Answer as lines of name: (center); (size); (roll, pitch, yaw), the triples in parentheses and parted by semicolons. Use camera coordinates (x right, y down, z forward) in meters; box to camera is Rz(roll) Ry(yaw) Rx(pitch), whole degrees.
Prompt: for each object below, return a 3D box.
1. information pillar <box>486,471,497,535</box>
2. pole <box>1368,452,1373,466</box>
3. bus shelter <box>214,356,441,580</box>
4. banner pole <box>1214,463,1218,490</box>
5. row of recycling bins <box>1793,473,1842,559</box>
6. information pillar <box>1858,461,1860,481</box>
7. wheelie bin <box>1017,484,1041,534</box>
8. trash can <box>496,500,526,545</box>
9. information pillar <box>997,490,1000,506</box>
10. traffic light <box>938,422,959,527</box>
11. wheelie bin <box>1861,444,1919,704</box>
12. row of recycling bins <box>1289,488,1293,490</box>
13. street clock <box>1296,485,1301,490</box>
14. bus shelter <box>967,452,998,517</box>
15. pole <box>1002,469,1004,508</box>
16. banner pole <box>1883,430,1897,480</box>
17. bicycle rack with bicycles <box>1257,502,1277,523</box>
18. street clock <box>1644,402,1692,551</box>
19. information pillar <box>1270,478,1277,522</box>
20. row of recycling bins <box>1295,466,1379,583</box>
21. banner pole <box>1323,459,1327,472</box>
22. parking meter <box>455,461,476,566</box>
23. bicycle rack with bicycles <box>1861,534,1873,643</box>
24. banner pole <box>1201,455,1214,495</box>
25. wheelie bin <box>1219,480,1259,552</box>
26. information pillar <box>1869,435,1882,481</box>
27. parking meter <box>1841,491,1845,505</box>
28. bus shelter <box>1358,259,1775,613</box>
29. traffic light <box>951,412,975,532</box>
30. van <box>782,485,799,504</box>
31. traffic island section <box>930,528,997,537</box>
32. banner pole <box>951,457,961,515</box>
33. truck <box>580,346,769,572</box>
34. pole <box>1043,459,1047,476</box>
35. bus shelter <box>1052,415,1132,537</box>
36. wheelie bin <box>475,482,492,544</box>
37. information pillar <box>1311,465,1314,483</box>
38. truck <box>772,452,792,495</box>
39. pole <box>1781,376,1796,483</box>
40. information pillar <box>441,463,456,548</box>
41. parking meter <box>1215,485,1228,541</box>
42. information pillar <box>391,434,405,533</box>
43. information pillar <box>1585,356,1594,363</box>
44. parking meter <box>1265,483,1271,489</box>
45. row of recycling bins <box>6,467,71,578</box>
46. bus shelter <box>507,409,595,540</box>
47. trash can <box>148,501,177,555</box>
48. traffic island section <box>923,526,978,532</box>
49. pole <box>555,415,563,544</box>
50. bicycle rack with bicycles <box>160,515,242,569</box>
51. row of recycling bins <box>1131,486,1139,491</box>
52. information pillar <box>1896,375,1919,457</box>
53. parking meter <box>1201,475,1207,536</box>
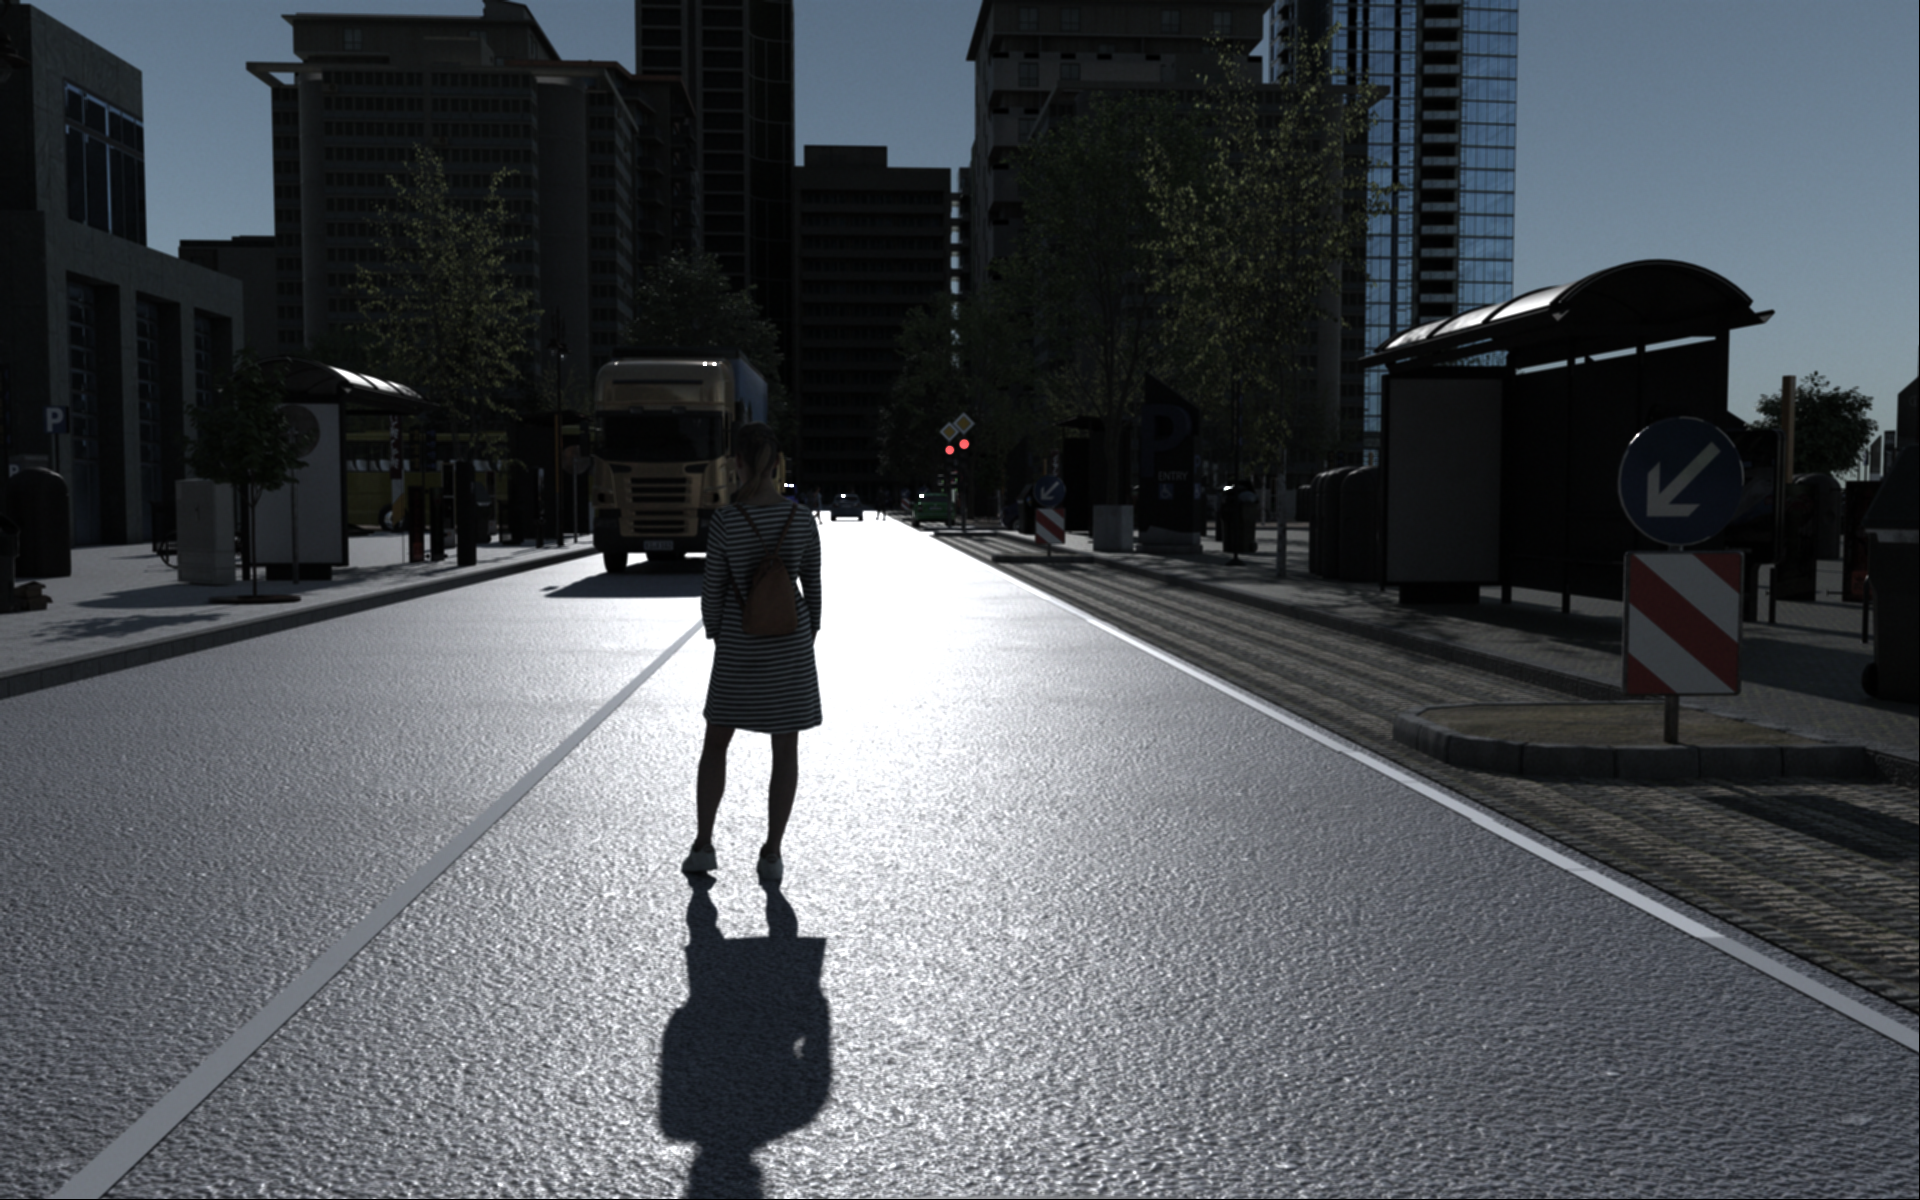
information pillar: (-14.658, -3.038, 54.168); (0.304, 2.012, 0.304); (-1, 4, -11)
pole: (19.986, -5.538, 84.383); (0.158, 3.312, 0.155); (0, 3, 0)
bus shelter: (-10.088, -2.096, 28.187); (2.014, 3.302, 5.546); (0, 4, -4)
banner pole: (17.853, -8.080, 122.126); (0.863, 3.779, 0.401); (-1, 4, -22)
row of recycling bins: (17.177, -1.748, 35.690); (1.069, 1.692, 3.534); (0, 4, 7)
information pillar: (62.597, -7.908, 120.657); (0.183, 3.616, 0.504); (2, 4, 35)
wheelie bin: (2.262, -2.975, 56.549); (0.693, 1.594, 0.980); (-1, 4, -19)
trash can: (-11.295, -1.954, 43.594); (0.748, 1.137, 0.748); (0, 3, 0)
information pillar: (2.680, -7.348, 124.634); (0.304, 2.012, 0.304); (-3, 5, -39)
traffic light: (-0.433, -4.789, 67.225); (0.839, 4.253, 0.868); (0, 4, -4)
wheelie bin: (6.047, -0.171, 10.697); (0.693, 1.594, 0.980); (-1, 4, -21)
row of recycling bins: (16.266, -4.440, 79.707); (1.069, 1.692, 3.534); (0, 4, -5)
street clock: (25.808, -7.791, 131.956); (0.471, 2.002, 0.358); (1, 4, 13)
bus shelter: (1.095, -6.568, 98.669); (1.731, 3.624, 6.357); (0, 4, -4)
pole: (3.512, -9.066, 142.067); (0.158, 3.312, 0.155); (0, 3, 0)
banner pole: (32.301, -4.280, 59.993); (0.401, 3.779, 0.863); (-1, 4, -19)
bicycle rack with bicycles: (12.985, -3.930, 77.642); (2.925, 0.926, 2.852); (-1, 4, -14)
street clock: (5.579, -0.558, 13.687); (0.358, 2.002, 0.471); (0, 4, 3)
information pillar: (14.442, -4.581, 79.395); (0.304, 2.012, 0.304); (-3, 5, -43)
row of recycling bins: (6.024, -1.199, 26.711); (1.069, 1.692, 3.534); (0, 4, 2)
banner pole: (23.396, -7.335, 109.947); (0.863, 3.779, 0.401); (-2, 4, -25)
parking meter: (-8.878, -1.555, 31.131); (0.255, 1.863, 0.399); (0, 4, 1)
bicycle rack with bicycles: (8.817, -0.081, 14.707); (2.925, 0.926, 2.852); (-2, 4, -34)
banner pole: (15.707, -7.439, 111.641); (0.863, 3.779, 0.401); (-2, 4, -29)
wheelie bin: (6.171, -1.854, 38.219); (0.980, 1.594, 0.693); (3, 5, 44)
information pillar: (36.554, -4.760, 69.184); (0.504, 3.616, 0.183); (-1, 4, -19)
parking meter: (52.191, -5.734, 102.161); (0.372, 1.533, 0.369); (0, 3, 0)
bus shelter: (5.858, -1.456, 17.733); (2.014, 3.302, 5.546); (0, 4, -4)
traffic light: (0.107, -4.302, 59.258); (0.839, 4.253, 0.868); (0, 4, -4)
van: (-11.337, -6.483, 110.386); (2.240, 2.365, 5.245); (0, 4, -3)
traffic island section: (0.148, -2.269, 59.374); (2.009, 0.180, 2.903); (0, 4, -4)
banner pole: (-0.169, -6.977, 104.096); (0.863, 3.779, 0.401); (1, 4, 19)
truck: (-5.499, -2.833, 35.230); (2.839, 4.237, 11.283); (0, 4, -2)
pole: (4.850, -6.449, 99.290); (0.158, 3.312, 0.155); (0, 3, 0)
bus shelter: (4.115, -3.862, 54.423); (1.731, 3.624, 6.357); (0, 4, -4)
wheelie bin: (-12.641, -2.267, 44.968); (0.693, 1.594, 0.980); (2, 4, 25)
information pillar: (28.380, -9.061, 139.502); (0.183, 3.616, 0.504); (0, 4, -2)
truck: (-8.979, -4.860, 75.382); (3.469, 3.379, 9.791); (0, 4, -5)
pole: (14.290, -2.208, 29.946); (0.158, 3.312, 0.155); (0, 3, 0)
information pillar: (-12.144, -2.241, 41.129); (0.304, 2.012, 0.304); (-1, 4, -17)
parking meter: (7.148, -2.369, 47.140); (0.372, 1.533, 0.369); (0, 3, 0)
information pillar: (-18.560, -4.023, 57.133); (0.504, 3.616, 0.183); (2, 4, 28)
information pillar: (10.591, -2.291, 28.810); (0.504, 3.616, 0.183); (2, 4, 32)
parking meter: (15.820, -5.086, 88.870); (0.255, 1.863, 0.399); (-2, 4, -35)
row of recycling bins: (-15.265, -1.150, 25.908); (3.534, 1.692, 1.069); (-3, 5, -41)
bus shelter: (-11.923, -3.662, 51.153); (1.731, 3.624, 6.357); (0, 4, -4)
trash can: (-16.787, -1.531, 36.693); (0.748, 1.137, 0.748); (0, 3, 0)
traffic island section: (-0.392, -2.756, 67.341); (2.009, 0.180, 2.903); (0, 4, -4)
pole: (-10.303, -3.099, 44.512); (0.158, 3.312, 0.155); (0, 3, 0)
bicycle rack with bicycles: (-13.012, -1.093, 31.249); (2.925, 0.926, 2.852); (-2, 4, -32)
row of recycling bins: (8.856, -5.107, 90.612); (1.069, 1.692, 3.534); (-1, 4, -15)
information pillar: (18.310, -2.571, 33.383); (0.183, 3.616, 0.504); (-3, 4, -37)
parking meter: (7.383, -2.914, 53.355); (0.399, 1.863, 0.255); (-1, 4, -22)
